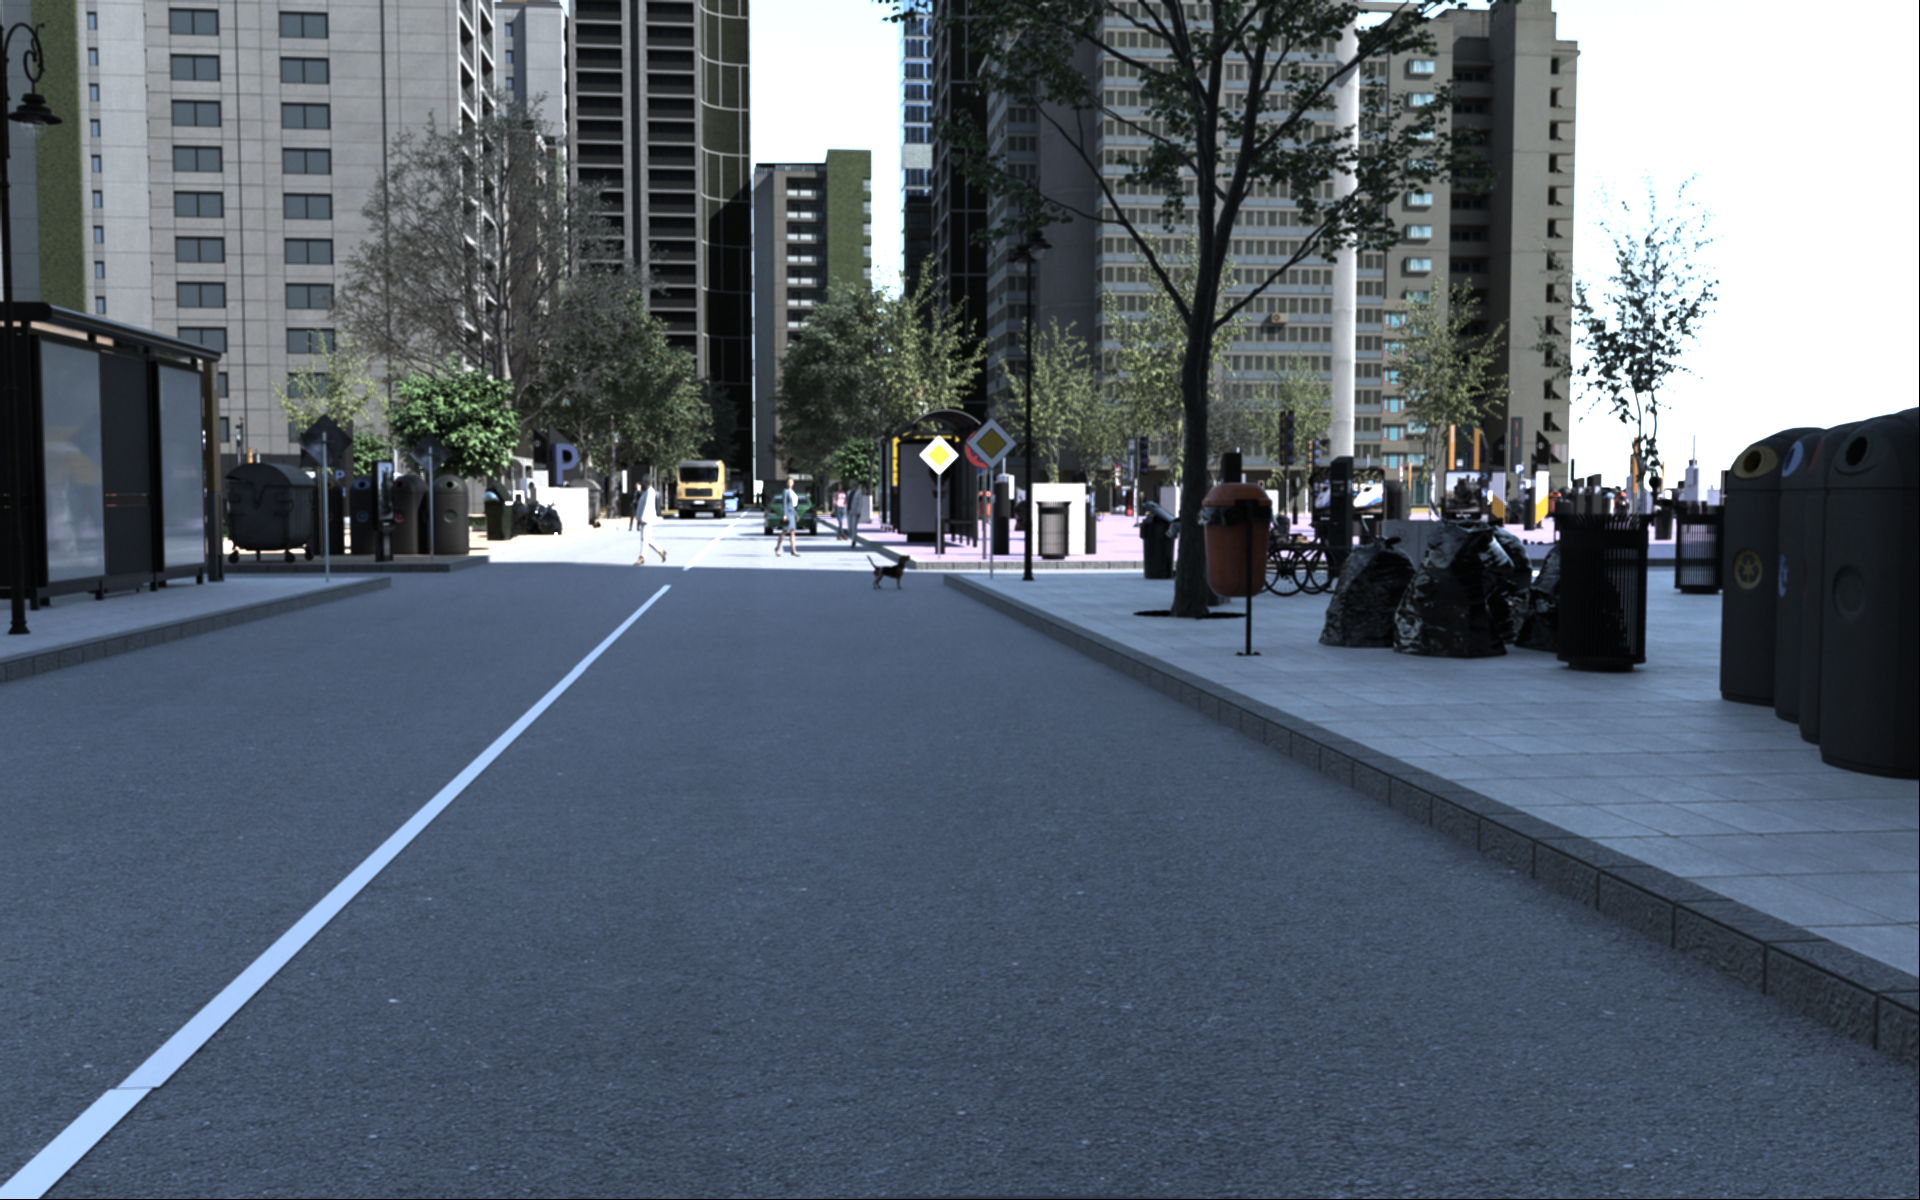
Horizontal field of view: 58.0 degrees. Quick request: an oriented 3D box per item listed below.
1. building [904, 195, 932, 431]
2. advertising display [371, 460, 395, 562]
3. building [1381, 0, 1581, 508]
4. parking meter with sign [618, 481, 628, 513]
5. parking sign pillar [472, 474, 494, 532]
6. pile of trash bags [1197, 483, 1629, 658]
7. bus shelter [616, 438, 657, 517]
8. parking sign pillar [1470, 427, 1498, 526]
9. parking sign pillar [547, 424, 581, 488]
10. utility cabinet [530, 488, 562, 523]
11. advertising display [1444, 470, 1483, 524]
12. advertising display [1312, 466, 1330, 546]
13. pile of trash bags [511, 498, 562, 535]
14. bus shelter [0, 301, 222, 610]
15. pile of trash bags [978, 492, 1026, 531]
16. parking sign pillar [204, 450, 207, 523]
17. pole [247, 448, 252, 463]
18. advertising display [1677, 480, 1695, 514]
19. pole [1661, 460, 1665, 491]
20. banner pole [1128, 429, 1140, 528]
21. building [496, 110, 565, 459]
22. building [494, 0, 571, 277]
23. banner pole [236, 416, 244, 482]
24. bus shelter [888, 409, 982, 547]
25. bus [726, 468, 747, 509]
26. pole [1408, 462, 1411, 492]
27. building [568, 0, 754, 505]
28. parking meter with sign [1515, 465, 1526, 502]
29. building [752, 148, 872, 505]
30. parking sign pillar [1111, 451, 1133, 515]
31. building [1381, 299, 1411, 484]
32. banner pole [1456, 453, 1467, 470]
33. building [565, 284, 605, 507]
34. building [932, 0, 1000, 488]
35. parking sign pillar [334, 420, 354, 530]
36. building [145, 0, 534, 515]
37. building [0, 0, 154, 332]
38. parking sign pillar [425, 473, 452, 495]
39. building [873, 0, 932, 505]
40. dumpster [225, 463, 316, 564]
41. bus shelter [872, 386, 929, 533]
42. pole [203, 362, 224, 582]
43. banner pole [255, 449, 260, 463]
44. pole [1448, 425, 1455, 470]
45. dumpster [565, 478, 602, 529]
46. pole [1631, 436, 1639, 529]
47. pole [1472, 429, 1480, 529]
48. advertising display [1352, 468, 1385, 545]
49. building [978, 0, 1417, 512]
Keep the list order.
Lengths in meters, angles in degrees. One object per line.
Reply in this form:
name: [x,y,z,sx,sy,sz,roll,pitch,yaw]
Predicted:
building: [1.331,-24.385,170.390,14.160,30.474,14.107,0,4,-6]
advertising display: [-10.950,-1.693,32.892,0.123,1.923,0.974,0,4,-1]
building: [48.724,-33.501,171.446,21.600,48.544,21.300,0,4,-6]
parking meter with sign: [-20.200,-6.586,103.946,1.738,3.016,0.543,-1,4,-11]
parking sign pillar: [-15.796,-4.287,58.563,1.447,3.967,1.447,-1,4,-14]
pile of trash bags: [3.617,-0.279,14.311,3.447,1.369,1.912,-1,4,-13]
bus shelter: [-18.517,-7.430,99.114,2.179,5.291,8.768,0,4,-7]
parking sign pillar: [20.852,-4.955,69.490,1.447,3.967,1.447,0,4,4]
parking sign pillar: [-15.305,-4.802,66.986,1.447,3.967,1.447,3,4,38]
utility cabinet: [-14.255,-3.103,59.410,0.318,1.500,1.173,2,4,26]
advertising display: [13.415,-2.507,46.208,0.974,1.923,0.123,1,4,12]
advertising display: [8.546,-2.150,40.374,0.123,1.923,0.974,-1,4,-22]
pile of trash bags: [-14.251,-2.710,54.060,3.447,1.369,1.912,-2,4,-26]
bus shelter: [-11.119,-2.608,20.276,2.179,5.291,8.768,0,4,-7]
pile of trash bags: [2.196,-3.102,60.470,3.447,1.369,1.912,1,4,18]
parking sign pillar: [-37.729,-5.926,85.356,1.447,3.967,1.447,1,4,9]
pole: [-31.419,-5.066,76.678,0.158,3.312,0.155,0,3,0]
advertising display: [33.643,-4.592,80.286,0.123,1.923,0.974,-1,4,-23]
pole: [42.449,-6.773,104.583,0.158,3.312,0.155,0,3,0]
banner pole: [6.697,-4.687,66.654,0.401,3.779,0.863,-2,4,-31]
building: [-38.267,-22.112,133.230,14.160,30.474,14.107,0,4,-6]
building: [-59.848,-40.561,205.169,28.212,58.520,21.231,0,4,-6]
banner pole: [-23.032,-4.003,55.471,0.401,3.779,0.863,0,4,-6]
bus shelter: [-0.617,-3.055,43.876,2.014,3.302,5.546,0,4,-6]
bus: [-22.332,-10.834,168.674,2.896,3.916,12.252,0,4,-8]
pole: [28.927,-7.195,111.476,0.158,3.312,0.155,0,3,0]
building: [-35.346,-47.061,207.706,20.611,71.187,20.563,0,4,-6]
parking meter with sign: [33.024,-6.463,101.932,0.543,3.016,1.738,1,4,10]
building: [-17.762,-32.043,207.490,14.086,41.232,14.154,0,4,-6]
parking sign pillar: [10.097,-7.289,107.649,1.447,3.967,1.447,-2,4,-32]
building: [24.022,-19.631,166.001,28.899,21.520,27.650,0,4,-6]
banner pole: [30.669,-7.084,105.835,0.863,3.779,0.401,0,4,-7]
building: [-48.440,-19.143,158.032,28.899,21.520,27.650,0,4,-6]
building: [6.463,-43.672,152.287,20.563,71.187,20.611,0,4,-6]
parking sign pillar: [-22.100,-4.506,62.153,1.447,3.967,1.447,0,4,-7]
building: [-39.670,-41.354,114.394,20.563,71.187,20.611,0,4,-6]
building: [-77.677,-37.664,157.802,28.212,58.520,21.231,0,4,-6]
parking sign pillar: [-18.202,-4.448,61.194,1.447,3.967,1.447,0,4,2]
building: [4.200,-55.037,212.533,31.000,86.520,22.319,0,4,-6]
dumpster: [-12.990,-1.644,32.633,1.264,1.857,1.865,0,4,-7]
bus shelter: [-1.926,-5.128,61.477,2.179,5.291,8.768,0,4,-6]
pole: [-10.921,-1.926,25.326,0.158,3.312,0.155,0,3,0]
banner pole: [-38.691,-6.452,95.499,0.401,3.779,0.863,-3,4,-36]
pole: [14.456,-3.497,51.017,0.158,3.312,0.155,0,3,0]
dumpster: [-14.133,-3.617,64.904,1.264,1.857,1.865,0,4,-6]
pole: [23.832,-4.116,61.136,0.158,3.312,0.155,0,3,0]
pole: [16.115,-3.686,54.116,0.158,3.312,0.155,0,3,0]
advertising display: [10.292,-2.362,43.838,0.974,1.923,0.123,-1,4,-20]
building: [14.997,-26.906,131.788,32.217,40.220,23.993,0,4,-6]
